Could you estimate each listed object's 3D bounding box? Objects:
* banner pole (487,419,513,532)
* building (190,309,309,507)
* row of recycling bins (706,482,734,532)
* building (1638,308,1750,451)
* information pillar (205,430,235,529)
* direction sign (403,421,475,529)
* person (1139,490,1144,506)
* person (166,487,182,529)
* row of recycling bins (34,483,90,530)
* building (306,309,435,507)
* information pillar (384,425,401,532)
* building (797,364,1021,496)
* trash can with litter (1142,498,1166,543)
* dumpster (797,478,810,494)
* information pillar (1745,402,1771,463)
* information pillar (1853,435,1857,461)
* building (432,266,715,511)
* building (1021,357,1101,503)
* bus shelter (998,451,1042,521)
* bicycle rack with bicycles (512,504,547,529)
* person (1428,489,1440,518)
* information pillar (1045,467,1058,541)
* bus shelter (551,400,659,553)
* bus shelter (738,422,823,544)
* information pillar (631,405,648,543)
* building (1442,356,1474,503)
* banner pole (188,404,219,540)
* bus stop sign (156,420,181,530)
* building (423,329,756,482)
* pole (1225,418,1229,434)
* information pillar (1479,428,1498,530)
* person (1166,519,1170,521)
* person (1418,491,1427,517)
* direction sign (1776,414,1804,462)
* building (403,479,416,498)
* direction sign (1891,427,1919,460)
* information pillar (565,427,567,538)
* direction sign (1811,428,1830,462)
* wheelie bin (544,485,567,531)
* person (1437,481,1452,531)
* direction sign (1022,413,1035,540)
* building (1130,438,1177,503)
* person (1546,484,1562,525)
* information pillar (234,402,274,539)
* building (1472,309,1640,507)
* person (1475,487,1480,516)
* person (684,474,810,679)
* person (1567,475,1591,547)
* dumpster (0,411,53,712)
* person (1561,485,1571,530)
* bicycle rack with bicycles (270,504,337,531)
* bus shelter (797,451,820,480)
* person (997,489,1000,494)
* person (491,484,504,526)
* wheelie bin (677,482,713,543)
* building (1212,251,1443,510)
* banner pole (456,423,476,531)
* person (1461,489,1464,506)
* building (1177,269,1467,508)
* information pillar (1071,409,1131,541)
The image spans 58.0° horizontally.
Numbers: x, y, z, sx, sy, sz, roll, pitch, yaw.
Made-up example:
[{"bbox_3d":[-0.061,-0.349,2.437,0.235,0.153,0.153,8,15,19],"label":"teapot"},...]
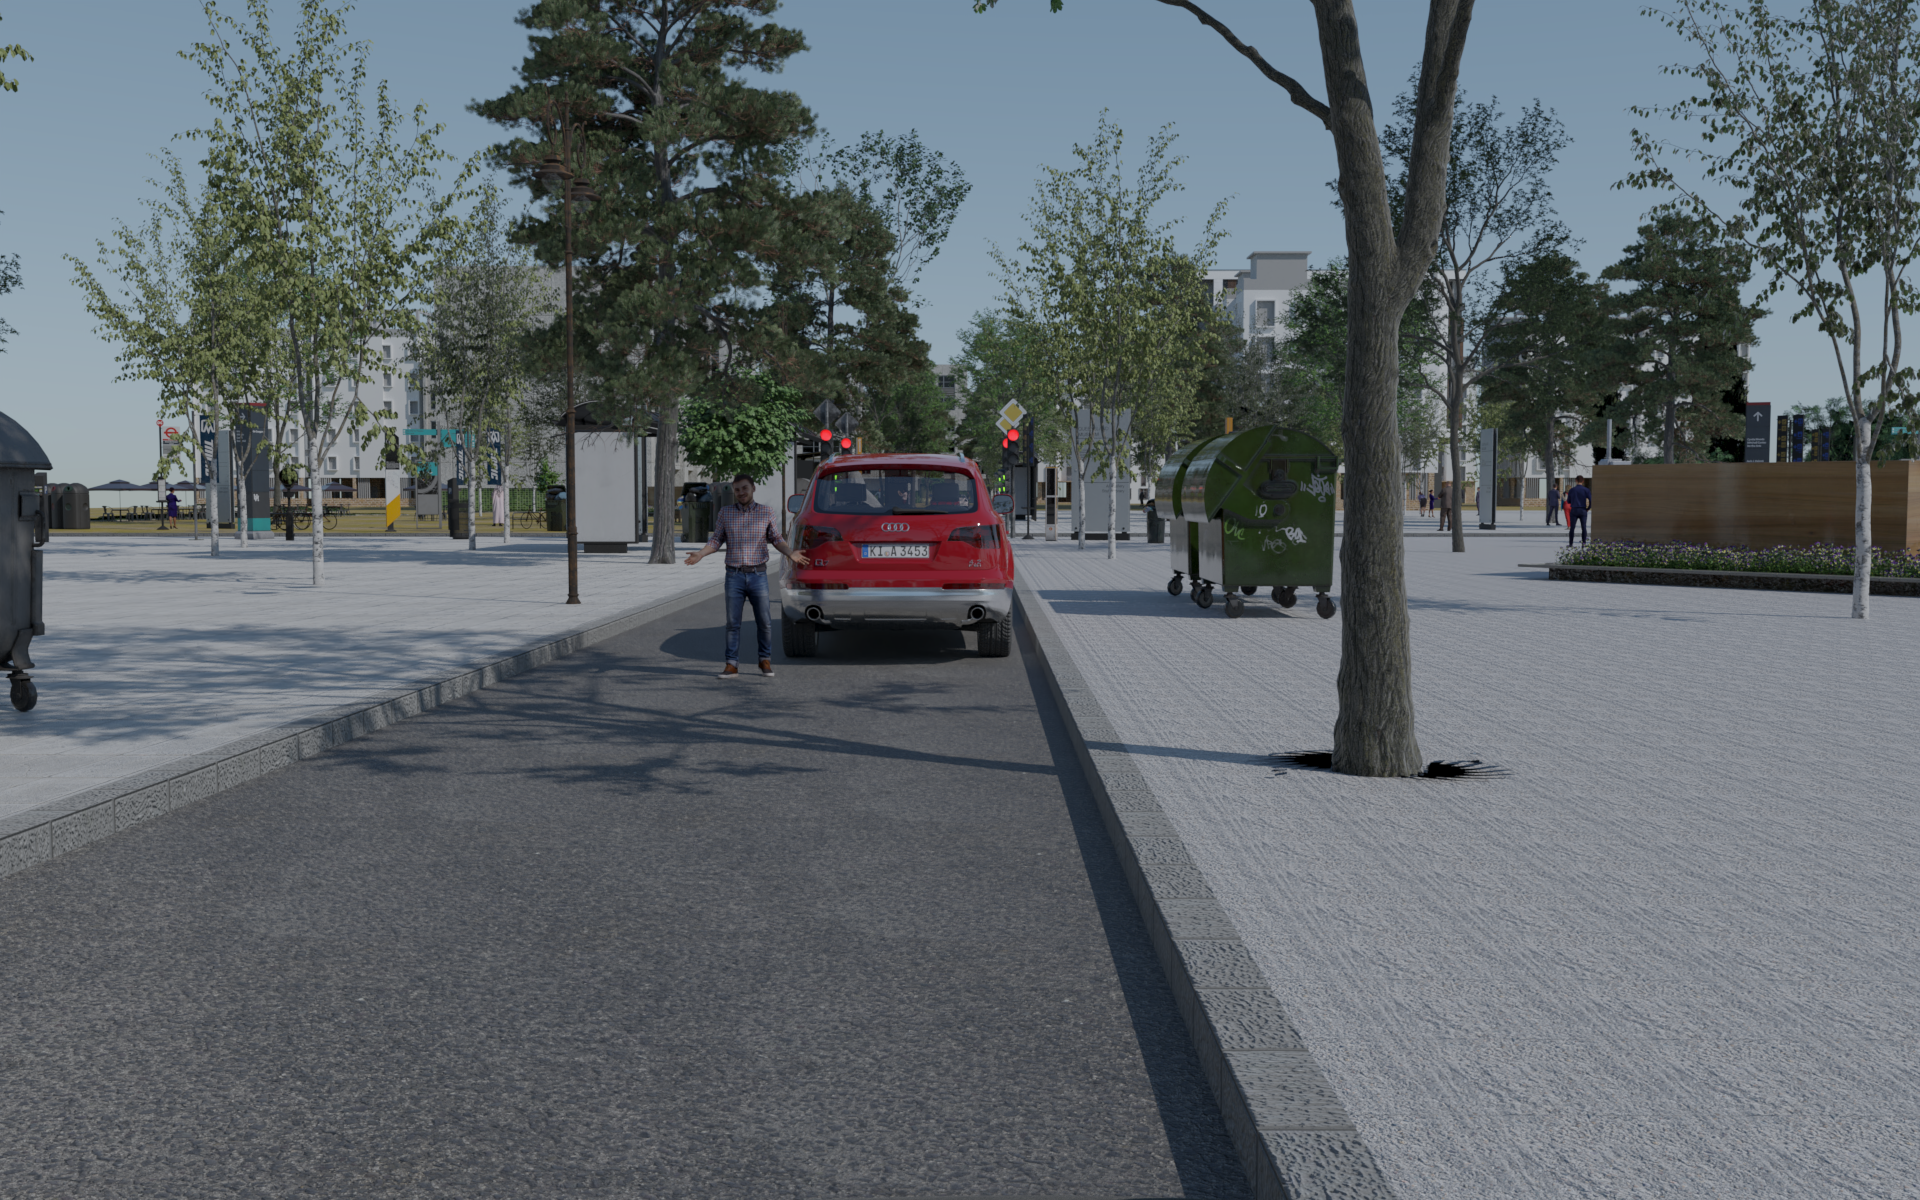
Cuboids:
[{"bbox_3d":[-15.396,-4.150,57.866,0.863,3.779,0.401,-2,4,-27],"label":"banner pole"},{"bbox_3d":[-72.273,-19.994,183.316,11.380,20.091,16.016,0,4,0],"label":"building"},{"bbox_3d":[-8.220,-3.189,59.248,1.069,1.692,3.534,-2,4,-31],"label":"row of recycling bins"},{"bbox_3d":[74.100,-19.946,182.539,11.380,20.091,16.016,0,4,0],"label":"building"},{"bbox_3d":[-27.368,-4.446,64.009,1.656,3.620,0.184,3,4,36],"label":"information pillar"},{"bbox_3d":[-19.234,-4.609,64.119,2.525,3.948,1.411,-1,4,-14],"label":"direction sign"},{"bbox_3d":[18.929,-10.659,180.864,0.434,1.755,0.990,3,4,38],"label":"person"},{"bbox_3d":[-28.984,-3.391,63.851,0.453,1.535,0.546,-1,4,-11],"label":"person"},{"bbox_3d":[-33.268,-3.468,63.819,3.534,1.692,1.069,2,4,34],"label":"row of recycling bins"},{"bbox_3d":[-60.173,-20.012,183.621,11.380,20.091,16.016,0,4,0],"label":"building"},{"bbox_3d":[-19.307,-4.130,58.877,0.504,3.616,0.183,-3,4,-36],"label":"information pillar"},{"bbox_3d":[-7.402,-23.129,244.617,31.486,18.905,16.747,0,4,0],"label":"building"},{"bbox_3d":[5.062,-2.070,45.232,0.624,1.170,1.055,0,4,4],"label":"trash can with litter"},{"bbox_3d":[-5.830,-3.514,63.219,1.264,1.857,1.865,0,4,0],"label":"dumpster"},{"bbox_3d":[22.534,-3.645,48.981,0.750,3.857,0.750,2,4,25],"label":"information pillar"},{"bbox_3d":[30.524,-4.126,58.818,0.504,3.616,0.183,-1,4,-22],"label":"information pillar"},{"bbox_3d":[-32.262,-17.353,150.174,16.747,18.905,31.486,0,4,0],"label":"building"},{"bbox_3d":[14.026,-23.693,243.795,11.380,20.091,16.016,0,4,0],"label":"building"},{"bbox_3d":[2.871,-5.506,83.954,2.014,3.302,5.546,0,4,1],"label":"bus shelter"},{"bbox_3d":[-15.034,-3.091,63.914,2.852,0.926,2.925,1,4,21],"label":"bicycle rack with bicycles"},{"bbox_3d":[25.762,-5.249,94.234,0.546,1.535,0.453,-1,4,-18],"label":"person"},{"bbox_3d":[2.497,-2.611,47.190,0.304,2.012,0.304,1,4,12],"label":"information pillar"},{"bbox_3d":[-7.722,-2.812,39.902,2.014,3.302,5.546,0,4,0],"label":"bus shelter"},{"bbox_3d":[-4.963,-3.249,47.047,2.014,3.302,5.546,0,4,0],"label":"bus shelter"},{"bbox_3d":[-8.715,-3.373,46.462,0.184,3.620,1.656,-2,4,-27],"label":"information pillar"},{"bbox_3d":[65.151,-23.703,243.957,11.380,20.091,16.016,0,4,0],"label":"building"},{"bbox_3d":[-21.025,-3.555,48.138,0.863,3.779,0.401,-2,4,-24],"label":"banner pole"},{"bbox_3d":[-28.418,-4.492,62.155,0.855,3.939,0.416,-2,4,-28],"label":"bus stop sign"},{"bbox_3d":[-38.253,-19.348,182.790,31.486,18.905,16.747,0,4,0],"label":"building"},{"bbox_3d":[7.175,-3.209,46.317,0.158,3.312,0.155,0,3,0],"label":"pole"},{"bbox_3d":[19.062,-4.354,62.506,0.184,3.620,1.656,0,4,2],"label":"information pillar"},{"bbox_3d":[9.813,-4.506,81.985,0.482,1.546,0.388,0,4,-3],"label":"person"},{"bbox_3d":[26.108,-5.419,97.876,0.421,1.427,0.697,-1,4,-10],"label":"person"},{"bbox_3d":[23.728,-3.522,49.574,0.379,3.537,0.876,-2,4,-25],"label":"direction sign"},{"bbox_3d":[-63.051,-24.883,250.814,32.646,21.610,27.936,0,4,0],"label":"building"},{"bbox_3d":[34.141,-4.511,62.514,2.525,3.948,1.411,-1,4,-17],"label":"direction sign"},{"bbox_3d":[-10.733,-3.617,50.456,1.656,3.620,0.184,-3,5,-45],"label":"information pillar"},{"bbox_3d":[29.901,-4.175,60.259,0.379,3.537,0.876,-1,4,-12],"label":"direction sign"},{"bbox_3d":[-13.905,-3.172,59.776,0.980,1.594,0.693,1,4,9],"label":"wheelie bin"},{"bbox_3d":[16.842,-3.264,60.093,0.565,1.739,0.600,-3,5,-42],"label":"person"},{"bbox_3d":[1.925,-3.474,48.790,0.379,3.537,0.876,-1,4,-17],"label":"direction sign"},{"bbox_3d":[34.016,-18.233,240.250,28.070,9.664,9.099,0,4,0],"label":"building"},{"bbox_3d":[24.219,-3.890,70.571,0.530,1.710,0.541,-2,4,-26],"label":"person"},{"bbox_3d":[-20.127,-3.664,49.290,0.750,3.857,0.750,2,4,27],"label":"information pillar"},{"bbox_3d":[62.505,-19.958,182.726,11.380,20.091,16.016,0,4,0],"label":"building"},{"bbox_3d":[30.978,-5.897,103.384,0.541,1.710,0.530,-1,4,-23],"label":"person"},{"bbox_3d":[-1.673,-0.186,13.499,0.963,1.587,0.435,-1,4,-12],"label":"person"},{"bbox_3d":[14.883,-2.132,41.614,0.576,1.737,0.504,1,4,15],"label":"person"},{"bbox_3d":[-6.035,-0.227,9.469,1.264,1.857,1.865,0,4,1],"label":"dumpster"},{"bbox_3d":[21.851,-3.337,62.303,0.593,1.614,0.444,-1,4,-12],"label":"person"},{"bbox_3d":[-23.953,-2.927,61.237,2.925,0.926,2.852,1,4,12],"label":"bicycle rack with bicycles"},{"bbox_3d":[-8.510,-6.553,98.431,1.731,3.624,6.357,0,4,0],"label":"bus shelter"},{"bbox_3d":[4.080,-11.374,191.877,0.599,1.838,0.709,-1,4,-18],"label":"person"},{"bbox_3d":[-18.325,-3.799,68.826,0.551,1.740,0.621,-3,4,-37],"label":"person"},{"bbox_3d":[-6.942,-2.309,45.658,0.980,1.594,0.693,-2,4,-32],"label":"wheelie bin"},{"bbox_3d":[29.447,-17.383,140.629,16.016,20.091,11.380,0,4,0],"label":"building"},{"bbox_3d":[-17.135,-4.272,59.862,0.401,3.779,0.863,2,4,25],"label":"banner pole"},{"bbox_3d":[19.591,-3.763,68.383,0.431,1.722,0.655,-1,4,-12],"label":"person"},{"bbox_3d":[35.529,-20.180,173.919,27.936,21.610,32.646,0,4,0],"label":"building"},{"bbox_3d":[3.898,-3.464,47.956,1.656,3.620,0.184,1,4,19],"label":"information pillar"}]
